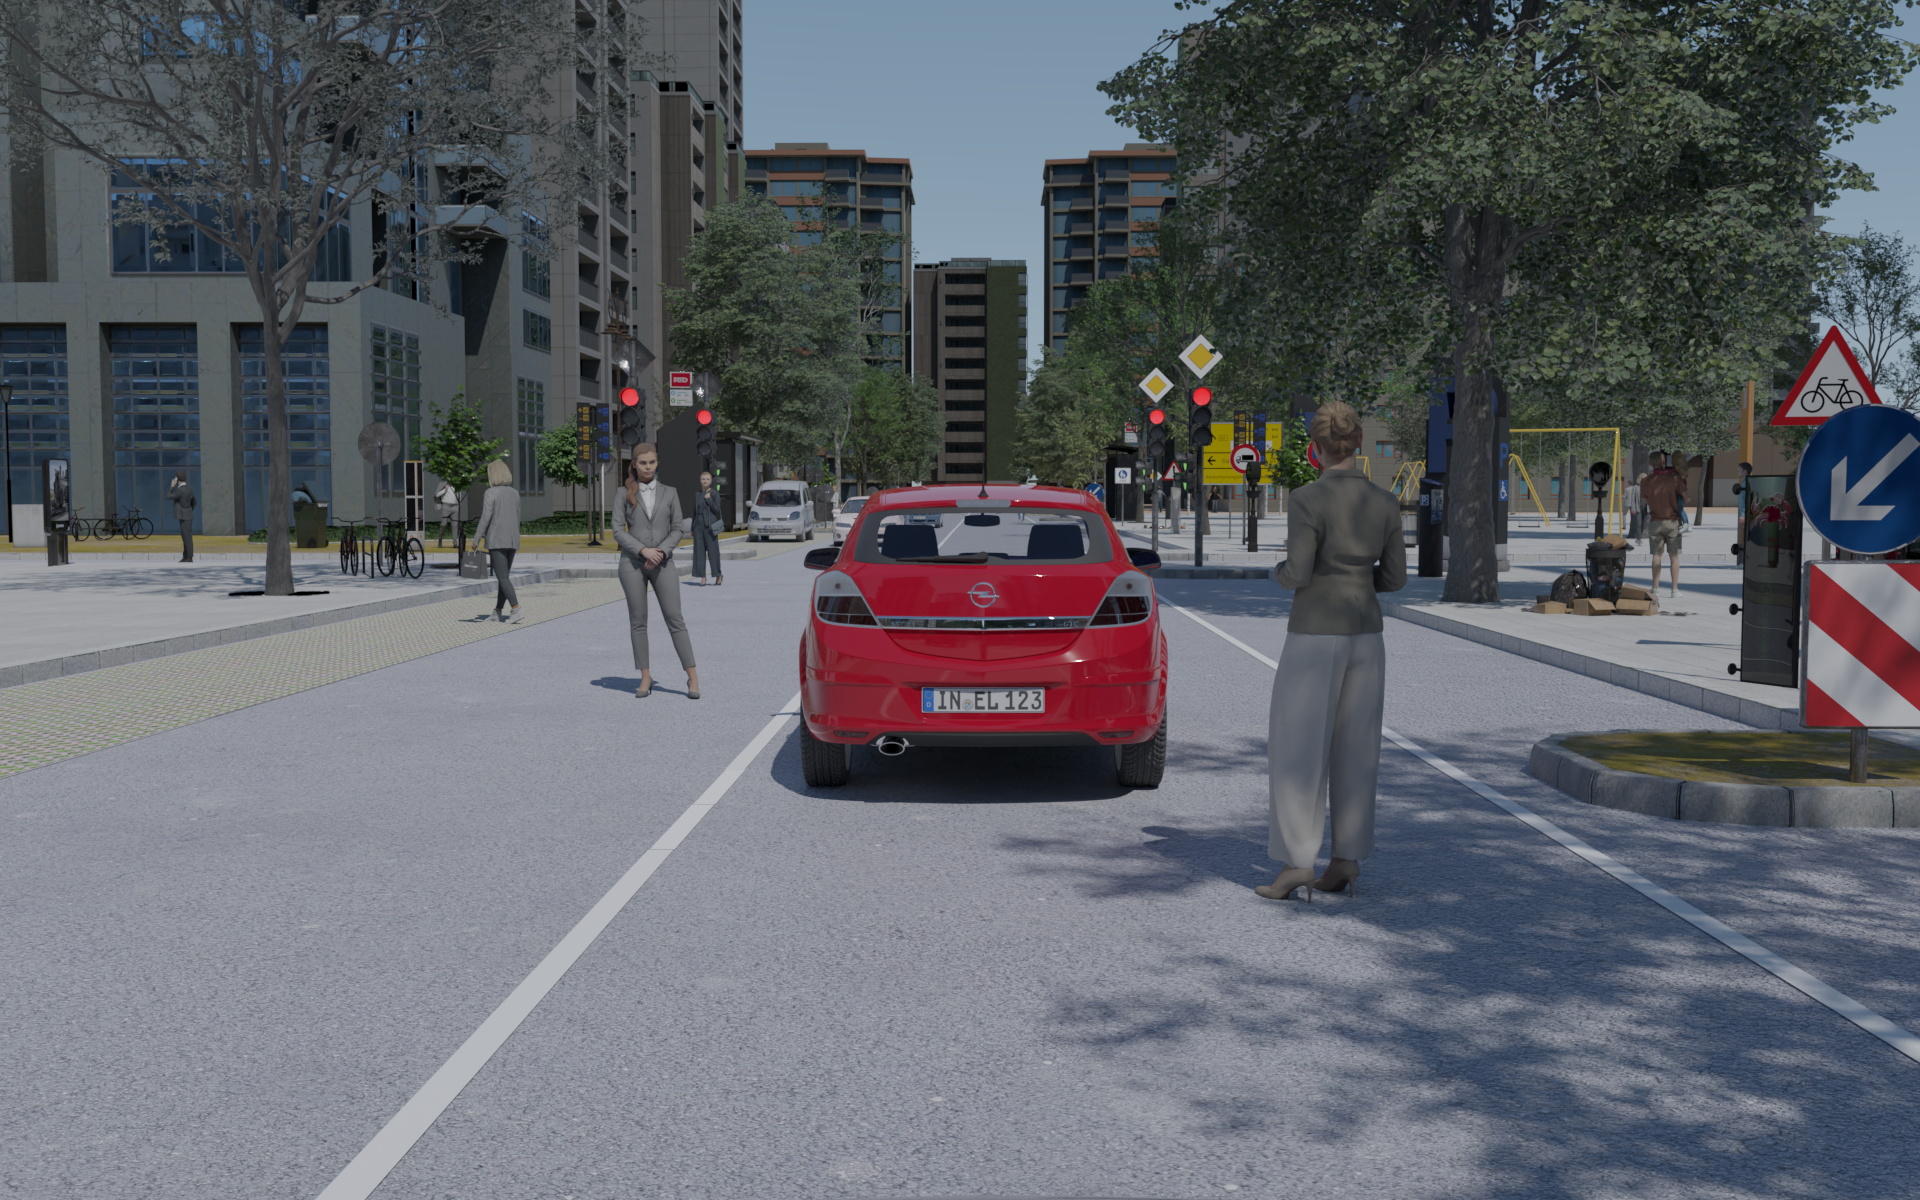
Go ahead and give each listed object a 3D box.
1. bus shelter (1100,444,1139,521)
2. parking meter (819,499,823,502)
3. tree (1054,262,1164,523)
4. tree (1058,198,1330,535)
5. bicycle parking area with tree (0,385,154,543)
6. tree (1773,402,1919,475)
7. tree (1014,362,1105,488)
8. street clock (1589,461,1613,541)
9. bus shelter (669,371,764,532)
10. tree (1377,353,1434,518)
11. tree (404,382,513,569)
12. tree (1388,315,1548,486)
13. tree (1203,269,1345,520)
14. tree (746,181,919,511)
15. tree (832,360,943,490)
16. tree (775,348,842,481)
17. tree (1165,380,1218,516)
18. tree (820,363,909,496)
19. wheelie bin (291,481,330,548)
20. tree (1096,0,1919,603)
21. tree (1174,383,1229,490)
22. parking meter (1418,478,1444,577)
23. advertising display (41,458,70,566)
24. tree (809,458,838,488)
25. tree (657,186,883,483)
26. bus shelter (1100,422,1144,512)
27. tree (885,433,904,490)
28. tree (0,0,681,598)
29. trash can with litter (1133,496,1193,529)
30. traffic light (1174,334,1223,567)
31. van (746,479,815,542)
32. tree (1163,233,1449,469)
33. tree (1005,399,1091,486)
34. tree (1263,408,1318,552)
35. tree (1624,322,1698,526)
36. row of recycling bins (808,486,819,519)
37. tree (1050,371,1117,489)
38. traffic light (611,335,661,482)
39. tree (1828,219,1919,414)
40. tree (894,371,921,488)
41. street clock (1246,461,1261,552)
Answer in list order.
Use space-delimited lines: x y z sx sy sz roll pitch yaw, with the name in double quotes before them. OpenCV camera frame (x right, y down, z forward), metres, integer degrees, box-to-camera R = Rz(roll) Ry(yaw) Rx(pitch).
"bus shelter" 7.891 -5.708 84.616 1.731 3.624 6.357 0 4 1
"parking meter" -8.486 -5.915 105.120 0.372 1.533 0.369 0 3 0
"tree" 8.134 -9.200 76.173 9.928 11.665 9.643 0 3 0
"tree" 7.605 -7.327 54.207 8.767 10.594 7.601 -1 4 -20
"bicycle parking area with tree" -27.409 -3.642 46.549 8.231 4.147 9.016 2 4 32
"tree" 53.100 -8.395 100.159 11.467 7.101 20.602 0 4 7
"tree" 8.000 -13.992 146.895 7.486 12.596 7.792 0 3 0
"street clock" 14.189 -2.070 38.410 0.471 2.002 0.358 1 4 12
"bus shelter" -8.357 -4.993 59.260 2.179 5.291 8.768 0 4 1
"tree" 23.792 -8.623 91.351 4.360 8.622 3.978 0 3 0
"tree" -8.581 -2.173 30.124 1.663 3.219 1.824 0 3 0
"tree" 30.681 -11.368 102.879 9.611 12.733 9.660 0 3 0
"tree" 15.401 -10.270 86.046 7.486 12.596 7.792 0 3 0
"tree" -8.805 -15.412 107.881 12.611 20.169 13.585 0 3 0
"tree" -6.233 -14.156 148.453 9.611 12.733 9.660 0 3 0
"tree" -7.913 -8.402 87.739 4.737 8.622 4.395 0 3 0
"tree" 13.786 -9.296 102.351 4.737 8.622 4.395 0 3 0
"tree" -7.330 -12.636 132.362 9.928 11.665 9.643 0 3 0
"wheelie bin" -15.438 -2.030 41.099 0.693 1.594 0.980 0 4 7
"tree" 6.218 -6.949 20.264 9.857 13.997 8.962 0 3 0
"tree" 15.616 -9.803 110.638 4.360 8.622 3.978 0 3 0
"parking meter" 7.288 -1.124 26.790 0.372 1.533 0.369 0 3 0
"advertising display" -16.203 -1.581 31.065 0.123 1.923 0.974 -1 4 -9
"tree" -7.386 -6.100 94.336 1.663 3.219 1.824 0 3 0
"tree" -7.948 -10.105 71.868 9.857 13.997 8.962 0 3 0
"bus shelter" 8.776 -7.130 94.202 2.179 5.291 8.768 0 4 1
"tree" -6.071 -12.995 162.824 4.360 8.622 3.978 0 3 0
"tree" -8.542 -6.794 21.444 12.009 13.543 11.850 0 3 0
"trash can with litter" 7.498 -3.236 63.962 2.233 1.210 1.678 2 4 24
"traffic light" 4.205 -2.545 30.537 0.839 4.253 0.868 0 4 1
"van" -5.376 -2.770 52.298 2.013 2.044 4.112 0 4 1
"tree" 14.731 -8.540 65.386 9.928 11.665 9.643 0 3 0
"tree" 9.169 -16.162 181.260 9.611 12.733 9.660 0 3 0
"tree" 7.709 -2.698 38.714 1.663 3.219 1.824 0 3 0
"tree" 29.873 -8.246 69.236 8.767 10.594 7.601 -1 4 -23
"row of recycling bins" -8.247 -5.128 90.955 1.069 1.692 3.534 -1 4 -20
"tree" 7.840 -9.367 103.516 4.737 8.622 4.395 0 3 0
"traffic light" -5.755 -2.554 30.676 0.839 4.253 0.868 0 4 1
"tree" 31.249 -7.576 58.279 8.767 10.594 7.601 0 4 -7
"tree" -5.898 -16.654 178.944 9.857 13.997 8.962 0 3 0
"street clock" 6.460 -2.055 38.165 0.358 2.002 0.471 0 4 -6
